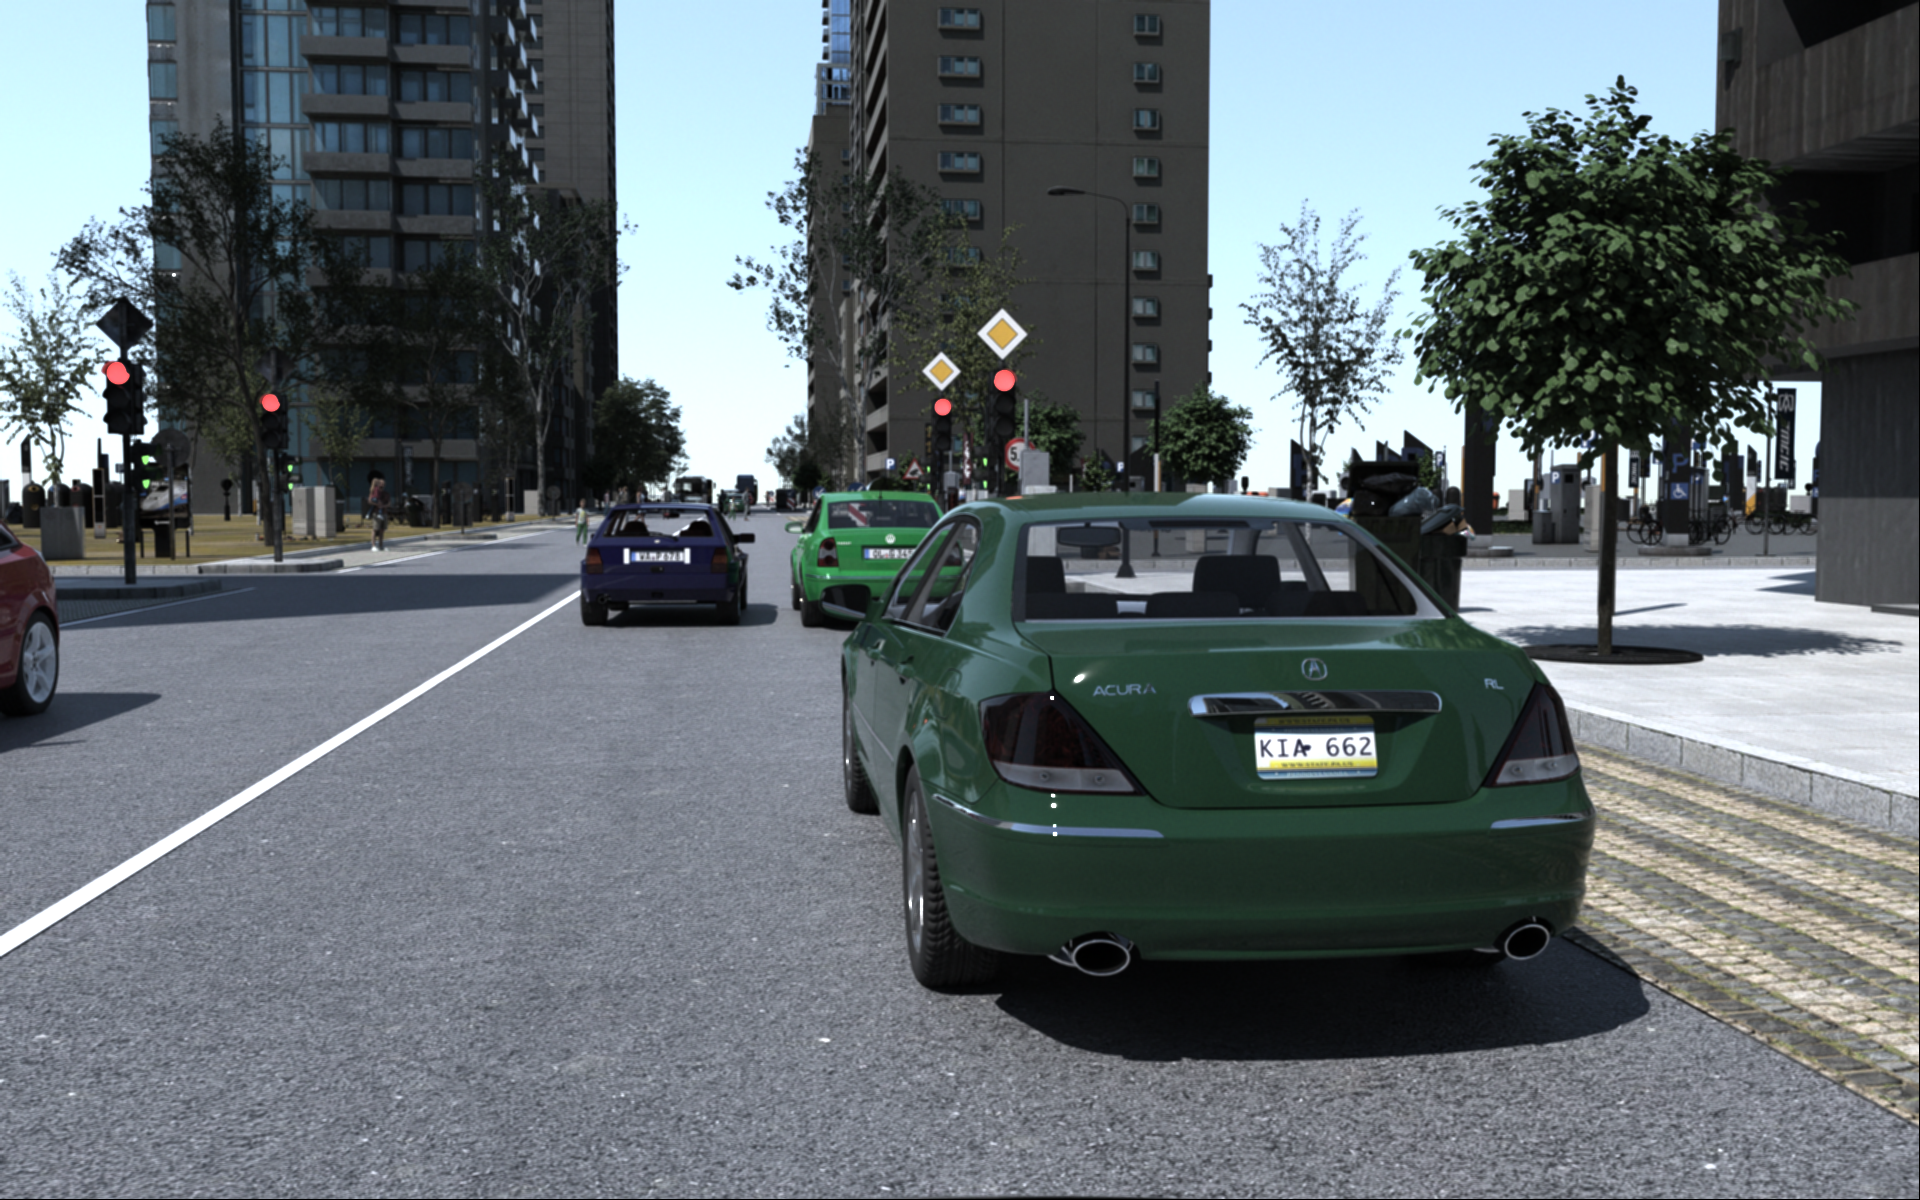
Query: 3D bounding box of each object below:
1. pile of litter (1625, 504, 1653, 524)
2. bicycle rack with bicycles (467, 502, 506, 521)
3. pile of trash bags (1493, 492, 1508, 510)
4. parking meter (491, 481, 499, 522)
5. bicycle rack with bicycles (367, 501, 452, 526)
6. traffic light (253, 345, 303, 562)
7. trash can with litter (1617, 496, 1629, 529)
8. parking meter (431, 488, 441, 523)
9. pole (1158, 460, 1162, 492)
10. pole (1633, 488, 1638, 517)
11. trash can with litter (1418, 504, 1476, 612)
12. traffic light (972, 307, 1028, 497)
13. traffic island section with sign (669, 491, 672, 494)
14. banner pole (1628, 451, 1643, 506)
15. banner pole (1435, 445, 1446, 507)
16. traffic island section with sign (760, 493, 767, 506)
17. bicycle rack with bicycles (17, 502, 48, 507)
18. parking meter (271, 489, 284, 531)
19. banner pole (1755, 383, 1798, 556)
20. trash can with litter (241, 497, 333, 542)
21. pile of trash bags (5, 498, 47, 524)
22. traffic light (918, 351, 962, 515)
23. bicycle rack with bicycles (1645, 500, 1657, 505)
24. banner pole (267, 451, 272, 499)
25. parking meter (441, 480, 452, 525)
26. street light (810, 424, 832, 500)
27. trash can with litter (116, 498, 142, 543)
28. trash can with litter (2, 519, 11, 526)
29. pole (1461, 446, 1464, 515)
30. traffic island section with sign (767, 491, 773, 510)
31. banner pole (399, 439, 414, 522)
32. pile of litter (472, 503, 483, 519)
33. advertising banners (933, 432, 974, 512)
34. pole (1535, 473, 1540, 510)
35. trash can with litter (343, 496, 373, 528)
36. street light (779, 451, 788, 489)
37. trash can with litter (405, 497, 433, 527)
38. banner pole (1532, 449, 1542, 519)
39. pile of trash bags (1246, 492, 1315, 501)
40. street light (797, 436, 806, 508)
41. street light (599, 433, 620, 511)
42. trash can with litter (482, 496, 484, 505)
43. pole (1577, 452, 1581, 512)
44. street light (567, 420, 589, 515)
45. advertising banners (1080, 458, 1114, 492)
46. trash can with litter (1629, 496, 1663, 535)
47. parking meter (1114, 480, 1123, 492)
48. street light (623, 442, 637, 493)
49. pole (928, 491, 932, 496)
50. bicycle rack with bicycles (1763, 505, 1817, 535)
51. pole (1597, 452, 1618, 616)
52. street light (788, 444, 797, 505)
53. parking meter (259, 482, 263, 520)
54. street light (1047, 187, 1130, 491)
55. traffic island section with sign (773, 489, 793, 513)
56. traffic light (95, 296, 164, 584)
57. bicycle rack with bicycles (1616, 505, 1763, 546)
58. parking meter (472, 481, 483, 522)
[{"bbox_3d":[28.941,-3.668,73.938,1.719,0.858,1.176,-2,4,-35],"label":"pile of litter"},{"bbox_3d":[-22.785,-4.184,81.784,2.925,0.926,2.852,-1,4,-15],"label":"bicycle rack with bicycles"},{"bbox_3d":[29.250,-4.968,90.983,1.912,1.369,3.447,-3,5,-39],"label":"pile of trash bags"},{"bbox_3d":[-21.167,-4.475,78.869,0.255,1.863,0.399,0,4,0],"label":"parking meter"},{"bbox_3d":[-22.860,-3.534,71.168,2.925,0.926,2.852,1,4,20],"label":"bicycle rack with bicycles"},{"bbox_3d":[-12.848,-2.670,32.583,0.839,4.253,0.868,0,4,-7],"label":"traffic light"},{"bbox_3d":[23.281,-3.117,62.019,2.233,1.210,1.678,0,4,5],"label":"trash can with litter"},{"bbox_3d":[-22.908,-4.118,75.735,0.372,1.533,0.369,0,3,0],"label":"parking meter"},{"bbox_3d":[7.195,-4.208,62.646,0.158,3.312,0.155,0,3,0],"label":"pole"},{"bbox_3d":[34.891,-5.842,89.360,0.158,3.312,0.155,0,3,0],"label":"pole"},{"bbox_3d":[4.939,-0.441,18.601,1.055,1.170,0.624,-1,4,-11],"label":"trash can with litter"},{"bbox_3d":[0.613,-2.283,26.245,0.839,4.253,0.868,0,4,-7],"label":"traffic light"},{"bbox_3d":[-39.057,-14.139,239.805,1.989,1.847,2.006,0,4,-7],"label":"traffic island section with sign"},{"bbox_3d":[32.396,-5.676,82.821,0.863,3.779,0.401,1,4,12],"label":"banner pole"},{"bbox_3d":[24.741,-6.061,89.112,0.863,3.779,0.401,-2,4,-26],"label":"banner pole"},{"bbox_3d":[-26.925,-14.283,242.158,1.989,1.847,2.006,0,4,-7],"label":"traffic island section with sign"},{"bbox_3d":[-42.755,-4.121,80.761,2.852,0.926,2.925,0,4,2],"label":"bicycle rack with bicycles"},{"bbox_3d":[-23.637,-3.155,59.991,0.372,1.533,0.369,0,3,0],"label":"parking meter"},{"bbox_3d":[16.969,-2.808,35.936,0.863,3.779,0.401,-1,4,-13],"label":"banner pole"},{"bbox_3d":[-18.477,-2.239,47.662,2.233,1.210,1.678,0,4,-6],"label":"trash can with litter"},{"bbox_3d":[-39.990,-3.920,73.838,1.912,1.369,3.447,2,4,24],"label":"pile of trash bags"},{"bbox_3d":[-0.387,-2.767,34.167,0.839,4.253,0.868,0,4,-7],"label":"traffic light"},{"bbox_3d":[45.048,-6.005,111.567,2.925,0.926,2.852,1,4,15],"label":"bicycle rack with bicycles"},{"bbox_3d":[-40.477,-6.824,101.589,0.401,3.779,0.863,-3,5,-44],"label":"banner pole"},{"bbox_3d":[-21.647,-4.115,72.986,0.255,1.863,0.399,1,4,18],"label":"parking meter"},{"bbox_3d":[-9.107,-8.725,115.198,1.470,5.913,1.316,0,4,-7],"label":"street light"},{"bbox_3d":[-21.761,-2.086,45.488,0.624,1.170,1.055,-1,4,-12],"label":"trash can with litter"},{"bbox_3d":[-38.477,-3.529,69.085,1.055,1.170,0.624,-1,4,-22],"label":"trash can with litter"},{"bbox_3d":[21.320,-4.860,73.310,0.158,3.312,0.155,0,3,0],"label":"pole"},{"bbox_3d":[-16.450,-9.209,159.196,1.989,1.847,2.006,0,4,-7],"label":"traffic island section with sign"},{"bbox_3d":[-25.334,-5.452,79.153,0.401,3.779,0.863,3,5,41],"label":"banner pole"},{"bbox_3d":[-25.695,-4.691,90.657,1.176,0.858,1.719,-3,5,-39],"label":"pile of litter"},{"bbox_3d":[-0.219,-3.266,49.580,0.090,3.025,2.074,-2,4,-35],"label":"advertising banners"},{"bbox_3d":[23.937,-4.772,71.862,0.158,3.312,0.155,0,3,0],"label":"pole"},{"bbox_3d":[-22.909,-3.362,66.031,2.233,1.210,1.678,0,4,-2],"label":"trash can with litter"},{"bbox_3d":[-19.506,-13.741,197.208,1.470,5.913,1.316,0,4,-7],"label":"street light"},{"bbox_3d":[-20.852,-3.395,66.900,0.624,1.170,1.055,2,4,32],"label":"trash can with litter"},{"bbox_3d":[20.347,-4.346,61.077,0.401,3.779,0.863,0,4,-4],"label":"banner pole"},{"bbox_3d":[13.342,-3.749,71.053,1.912,1.369,3.447,-2,4,-32],"label":"pile of trash bags"},{"bbox_3d":[-12.064,-10.150,138.494,1.470,5.913,1.316,0,4,-7],"label":"street light"},{"bbox_3d":[-26.777,-9.725,131.550,1.470,5.913,1.316,0,4,-7],"label":"street light"},{"bbox_3d":[-29.048,-5.761,105.257,1.678,1.210,2.233,-3,5,-45],"label":"trash can with litter"},{"bbox_3d":[30.043,-5.520,84.091,0.158,3.312,0.155,0,3,0],"label":"pole"},{"bbox_3d":[-23.875,-8.306,108.349,1.470,5.913,1.316,0,4,-7],"label":"street light"},{"bbox_3d":[6.805,-5.343,83.547,2.074,3.025,0.090,0,4,-1],"label":"advertising banners"},{"bbox_3d":[22.507,-2.698,55.176,1.678,1.210,2.233,2,4,32],"label":"trash can with litter"},{"bbox_3d":[6.659,-4.080,72.419,0.399,1.863,0.255,1,4,18],"label":"parking meter"},{"bbox_3d":[-29.821,-11.135,154.597,1.470,5.913,1.316,0,4,-7],"label":"street light"},{"bbox_3d":[-1.021,-4.063,60.273,0.158,3.312,0.155,0,3,0],"label":"pole"},{"bbox_3d":[26.192,-2.571,55.421,2.852,0.926,2.925,-2,4,-30],"label":"bicycle rack with bicycles"},{"bbox_3d":[6.818,-1.489,18.181,0.158,3.312,0.155,0,3,0],"label":"pole"},{"bbox_3d":[-15.079,-11.575,161.793,1.470,5.913,1.316,0,4,-7],"label":"street light"},{"bbox_3d":[-34.331,-4.852,85.039,0.255,1.863,0.399,0,4,3],"label":"parking meter"},{"bbox_3d":[2.014,-3.295,26.408,1.470,5.913,1.316,0,4,-7],"label":"street light"},{"bbox_3d":[-13.077,-7.573,132.452,1.989,1.847,2.006,0,4,-7],"label":"traffic island section with sign"},{"bbox_3d":[-11.848,-2.186,24.661,0.839,4.253,0.868,0,4,-7],"label":"traffic light"},{"bbox_3d":[18.242,-1.885,44.206,2.925,0.926,2.852,0,4,-5],"label":"bicycle rack with bicycles"},{"bbox_3d":[-21.852,-4.450,78.465,0.399,1.863,0.255,1,4,13],"label":"parking meter"}]
